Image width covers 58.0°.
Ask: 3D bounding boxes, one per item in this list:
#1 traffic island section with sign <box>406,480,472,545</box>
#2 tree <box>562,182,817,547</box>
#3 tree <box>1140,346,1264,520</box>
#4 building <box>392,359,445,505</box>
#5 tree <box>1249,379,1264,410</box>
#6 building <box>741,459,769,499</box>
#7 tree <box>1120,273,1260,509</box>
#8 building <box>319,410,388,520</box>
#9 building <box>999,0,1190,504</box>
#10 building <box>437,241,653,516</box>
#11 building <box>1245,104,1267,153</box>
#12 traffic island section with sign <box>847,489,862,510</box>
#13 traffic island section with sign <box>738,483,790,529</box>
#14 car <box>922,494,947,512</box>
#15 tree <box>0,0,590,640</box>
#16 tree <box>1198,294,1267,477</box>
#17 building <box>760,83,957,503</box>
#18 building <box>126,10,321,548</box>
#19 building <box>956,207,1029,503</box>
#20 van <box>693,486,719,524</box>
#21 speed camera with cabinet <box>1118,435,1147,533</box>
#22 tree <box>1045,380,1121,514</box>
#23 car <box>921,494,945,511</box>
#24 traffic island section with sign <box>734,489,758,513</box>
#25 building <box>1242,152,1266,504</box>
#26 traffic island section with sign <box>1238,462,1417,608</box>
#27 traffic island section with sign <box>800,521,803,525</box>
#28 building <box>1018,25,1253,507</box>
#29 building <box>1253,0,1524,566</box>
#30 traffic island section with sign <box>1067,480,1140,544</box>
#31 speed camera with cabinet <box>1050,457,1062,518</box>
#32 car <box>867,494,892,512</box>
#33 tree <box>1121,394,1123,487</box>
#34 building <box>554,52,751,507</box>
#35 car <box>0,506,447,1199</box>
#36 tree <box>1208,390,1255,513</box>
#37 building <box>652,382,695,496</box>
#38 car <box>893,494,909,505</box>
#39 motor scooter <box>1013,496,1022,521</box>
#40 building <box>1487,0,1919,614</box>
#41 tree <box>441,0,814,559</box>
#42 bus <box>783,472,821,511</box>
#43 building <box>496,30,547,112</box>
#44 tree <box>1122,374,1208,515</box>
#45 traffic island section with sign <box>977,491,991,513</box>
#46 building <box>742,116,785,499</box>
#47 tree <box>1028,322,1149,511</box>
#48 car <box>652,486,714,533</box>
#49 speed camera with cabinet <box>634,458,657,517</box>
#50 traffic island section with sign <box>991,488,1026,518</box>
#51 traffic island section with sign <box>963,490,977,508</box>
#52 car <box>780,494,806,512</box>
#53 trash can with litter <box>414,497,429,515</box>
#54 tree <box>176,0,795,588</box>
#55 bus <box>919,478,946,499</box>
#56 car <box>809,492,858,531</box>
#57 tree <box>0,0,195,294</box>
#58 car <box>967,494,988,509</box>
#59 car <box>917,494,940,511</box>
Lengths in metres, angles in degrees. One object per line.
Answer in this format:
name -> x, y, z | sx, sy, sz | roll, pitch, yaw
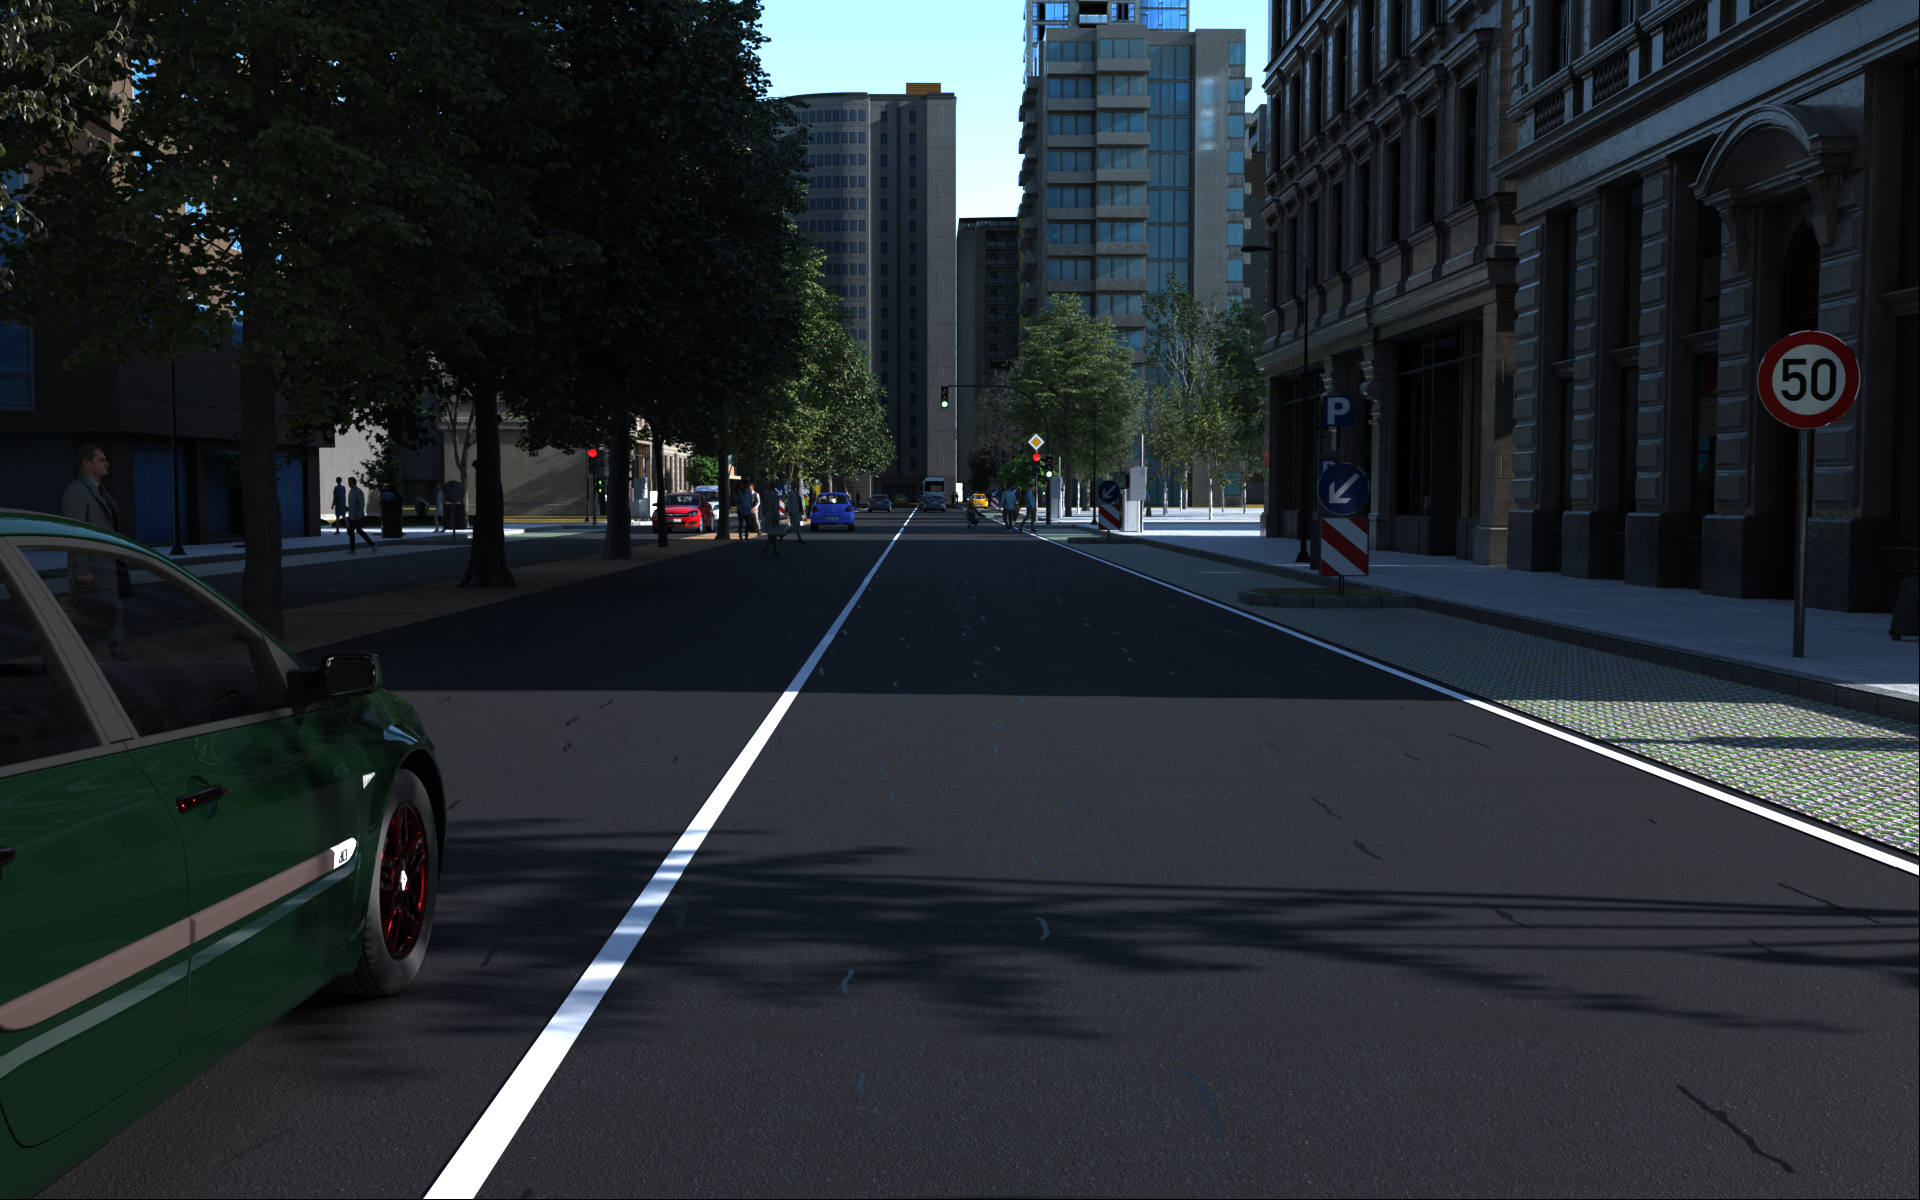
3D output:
traffic island section with sign -> -14.452, -2.477, 49.127 | 1.989, 1.847, 2.006 | 0, 4, -1
tree -> -7.985, -6.717, 46.695 | 8.767, 10.594, 7.601 | 0, 4, -1
tree -> 12.209, -8.249, 85.226 | 4.737, 8.622, 4.395 | 0, 3, 0
building -> -70.059, -31.796, 211.745 | 23.993, 40.220, 32.217 | 0, 4, -1
tree -> 25.662, -12.731, 133.910 | 9.928, 11.665, 9.643 | 0, 3, 0
building -> -28.473, -25.623, 190.643 | 14.160, 30.474, 14.107 | 0, 4, -1
tree -> 19.495, -17.789, 146.746 | 12.611, 20.169, 13.585 | 0, 3, 0
building -> -46.326, -16.428, 87.671 | 30.058, 24.678, 14.314 | 0, 4, -1
building -> 16.570, -54.995, 211.834 | 22.319, 86.520, 31.000 | 0, 4, -1
building -> -25.541, -15.308, 101.191 | 10.553, 20.767, 40.483 | 0, 4, -1
building -> 56.495, -43.469, 252.721 | 28.212, 58.520, 21.231 | 0, 4, -1
traffic island section with sign -> -9.810, -8.984, 155.020 | 2.006, 1.907, 1.989 | 0, 4, -1
traffic island section with sign -> -8.188, -3.936, 72.490 | 2.006, 1.907, 1.989 | 0, 4, -1
car -> -1.991, -7.593, 136.144 | 2.014, 1.417, 4.499 | 0, 4, -1
tree -> -6.918, -5.893, 16.930 | 7.486, 12.596, 7.792 | 0, 3, 0
tree -> 18.243, -11.682, 97.661 | 9.857, 13.997, 8.962 | 0, 3, 0
building -> -14.751, -43.371, 251.119 | 28.212, 58.520, 21.231 | 0, 4, -1
building -> -25.909, -24.130, 44.641 | 14.600, 45.320, 14.200 | 0, 4, -1
building -> 6.468, -34.536, 248.261 | 14.086, 41.232, 14.154 | 0, 4, -1
van -> -12.197, -4.688, 83.662 | 2.013, 2.044, 4.112 | 0, 4, -3
speed camera with cabinet -> 5.786, -3.910, 58.261 | 0.660, 3.252, 2.038 | 0, 4, -5
tree -> 7.911, -9.898, 112.194 | 4.360, 8.622, 3.978 | 0, 3, 0
car -> -2.239, -8.245, 144.597 | 2.009, 1.686, 4.222 | 0, 4, 0
traffic island section with sign -> -16.078, -7.527, 131.689 | 1.989, 1.847, 2.006 | 0, 4, -1
building -> 35.956, -35.004, 222.432 | 14.200, 45.320, 14.600 | 0, 4, -1
traffic island section with sign -> 4.696, -0.850, 22.532 | 1.989, 1.847, 2.006 | 0, 4, -1
traffic island section with sign -> -8.324, -4.389, 79.896 | 2.006, 1.907, 1.989 | 0, 4, -1
building -> 17.635, -34.417, 182.322 | 23.786, 49.044, 30.456 | 0, 4, -1
building -> 13.466, -12.185, 50.135 | 10.553, 20.767, 40.483 | 0, 4, -1
traffic island section with sign -> 4.149, -2.554, 50.388 | 1.989, 1.847, 2.006 | 0, 4, -1
speed camera with cabinet -> 5.129, -6.003, 92.480 | 0.660, 3.252, 2.038 | 0, 4, 5
car -> -6.331, -7.608, 136.395 | 2.014, 1.417, 4.499 | 0, 4, -1
tree -> 10.962, -10.460, 121.384 | 4.360, 8.622, 3.978 | 0, 3, 0
building -> -32.007, -31.441, 168.686 | 22.147, 44.769, 28.867 | 0, 4, -1
car -> -2.427, 0.370, 3.744 | 2.009, 1.686, 4.222 | 0, 4, 0
tree -> 18.511, -10.446, 121.156 | 4.360, 8.622, 3.978 | 0, 3, 0
building -> -26.824, -18.112, 132.295 | 11.583, 22.565, 21.152 | 0, 4, -1
car -> -7.460, -12.777, 219.125 | 2.015, 1.641, 3.980 | 0, 4, -3
motor scooter -> 2.884, -4.812, 91.449 | 0.815, 1.314, 1.986 | 0, 4, 0
building -> 14.339, -11.680, 19.854 | 11.050, 23.489, 19.941 | 0, 4, -1
tree -> -7.549, -7.870, 37.786 | 9.857, 13.997, 8.962 | 0, 3, 0
bus -> -13.596, -9.645, 149.244 | 2.896, 3.916, 12.252 | 0, 4, -2
building -> -59.016, -57.251, 248.722 | 31.000, 86.520, 22.319 | 0, 4, -1
tree -> 12.706, -9.587, 107.113 | 4.360, 8.622, 3.978 | 0, 3, 0
traffic island section with sign -> 2.523, -7.592, 132.754 | 1.989, 1.847, 2.006 | 0, 4, -1
building -> -33.265, -36.313, 217.426 | 21.600, 48.544, 21.300 | 0, 4, -1
tree -> 9.448, -13.646, 129.767 | 9.857, 13.997, 8.962 | 0, 3, 0
car -> -10.301, -3.390, 64.462 | 2.155, 1.783, 4.494 | 0, 3, 0
speed camera with cabinet -> -17.550, -6.256, 96.629 | 0.660, 3.252, 2.038 | 1, 4, 13
traffic island section with sign -> 3.075, -5.916, 105.354 | 1.989, 1.847, 2.006 | 0, 4, -1
traffic island section with sign -> 1.550, -10.616, 182.203 | 1.989, 1.847, 2.006 | 0, 4, -1
car -> -13.564, -8.059, 140.560 | 1.959, 1.807, 4.718 | 0, 4, 0
trash can with litter -> -22.316, -3.746, 72.630 | 1.055, 1.170, 0.624 | 0, 4, 4
tree -> -7.250, -6.540, 26.399 | 9.611, 12.733, 9.660 | 0, 3, 0
bus -> -3.195, -12.771, 203.658 | 2.948, 3.499, 13.247 | 0, 4, -2
car -> -4.985, -3.569, 67.946 | 1.945, 1.707, 3.694 | 0, 4, -3
tree -> -7.197, -3.560, 11.032 | 4.360, 8.622, 3.978 | 0, 3, 0
car -> 1.701, -9.416, 164.173 | 2.015, 1.641, 3.980 | 0, 4, -2
car -> -2.642, -8.464, 150.187 | 2.131, 1.459, 4.920 | 0, 4, -1
